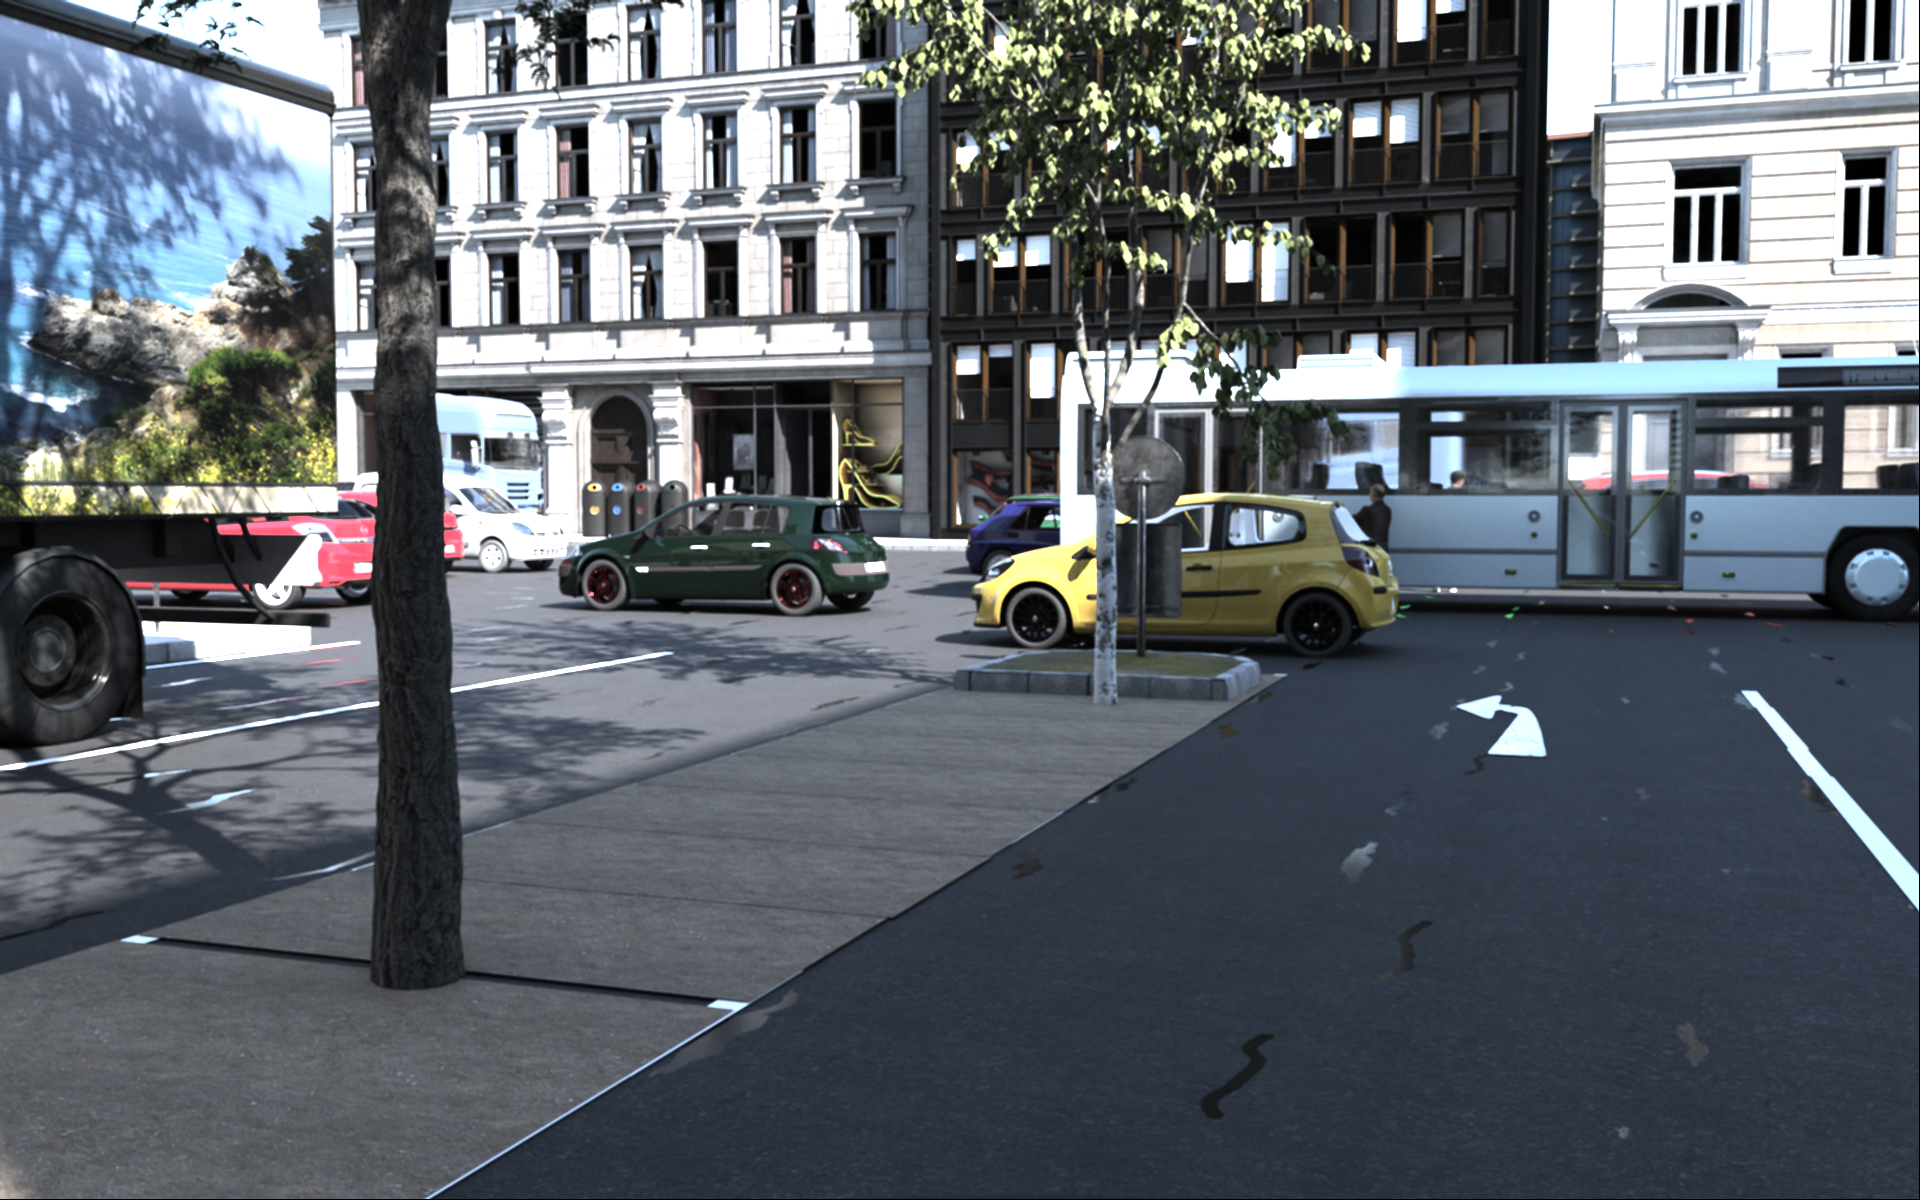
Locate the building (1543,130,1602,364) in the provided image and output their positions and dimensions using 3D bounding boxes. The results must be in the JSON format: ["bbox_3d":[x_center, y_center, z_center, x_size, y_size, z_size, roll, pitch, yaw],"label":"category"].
[{"bbox_3d":[80.573,-33.357,200.005,28.867,44.769,22.147,1,4,20],"label":"building"}]

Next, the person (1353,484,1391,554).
[{"bbox_3d":[4.841,-0.591,20.425,0.482,1.546,0.388,-2,4,-33],"label":"person"}]

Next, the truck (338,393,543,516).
[{"bbox_3d":[-19.602,-3.552,47.833,18.799,4.110,2.967,1,4,20],"label":"truck"}]

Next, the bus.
[{"bbox_3d":[7.954,-1.617,21.294,13.247,3.499,2.948,1,4,19],"label":"bus"}]

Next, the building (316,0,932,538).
[{"bbox_3d":[-18.040,-12.812,60.393,40.483,20.767,10.553,1,4,20],"label":"building"}]

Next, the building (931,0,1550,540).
[{"bbox_3d":[8.729,-13.522,50.758,15.834,23.373,12.332,1,4,20],"label":"building"}]

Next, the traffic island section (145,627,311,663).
[{"bbox_3d":[-7.414,0.387,15.961,2.009,0.180,2.903,1,4,20],"label":"traffic island section"}]

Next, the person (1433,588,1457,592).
[{"bbox_3d":[7.190,-1.009,25.341,0.623,1.781,0.721,1,4,15],"label":"person"}]

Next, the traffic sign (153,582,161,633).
[{"bbox_3d":[-7.389,-0.749,15.891,0.795,2.450,0.064,1,4,20],"label":"traffic sign"}]

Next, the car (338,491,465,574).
[{"bbox_3d":[-10.794,-1.278,29.929,4.494,1.783,2.155,1,4,19],"label":"car"}]

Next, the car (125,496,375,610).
[{"bbox_3d":[-9.565,-0.828,22.586,4.494,1.783,2.155,1,4,18],"label":"car"}]

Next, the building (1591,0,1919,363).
[{"bbox_3d":[27.283,-15.876,45.477,20.117,28.700,13.634,1,4,20],"label":"building"}]

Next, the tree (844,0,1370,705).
[{"bbox_3d":[0.945,-3.575,11.263,4.737,8.622,4.395,0,3,0],"label":"tree"}]

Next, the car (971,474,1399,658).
[{"bbox_3d":[2.081,-0.373,16.325,3.980,1.641,2.015,1,4,20],"label":"car"}]

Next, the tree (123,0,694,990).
[{"bbox_3d":[-1.459,-4.173,5.106,8.767,10.594,7.601,1,4,20],"label":"tree"}]

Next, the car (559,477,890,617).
[{"bbox_3d":[-2.926,-0.715,21.475,4.222,1.686,2.009,1,4,21],"label":"car"}]

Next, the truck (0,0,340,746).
[{"bbox_3d":[-7.301,-1.113,7.108,2.839,4.237,11.283,1,4,20],"label":"truck"}]

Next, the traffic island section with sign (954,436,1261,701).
[{"bbox_3d":[1.229,-0.304,13.109,2.006,1.907,1.989,1,4,20],"label":"traffic island section with sign"}]

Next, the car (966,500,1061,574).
[{"bbox_3d":[2.131,-0.844,26.381,3.894,1.354,1.945,1,4,22],"label":"car"}]

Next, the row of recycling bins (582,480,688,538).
[{"bbox_3d":[-9.532,-2.673,50.823,3.534,1.692,1.069,1,4,22],"label":"row of recycling bins"}]

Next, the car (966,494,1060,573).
[{"bbox_3d":[1.549,-1.269,32.545,2.131,1.459,4.920,1,4,19],"label":"car"}]

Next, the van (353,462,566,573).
[{"bbox_3d":[-9.443,-1.565,32.603,4.112,2.044,2.013,1,4,20],"label":"van"}]
